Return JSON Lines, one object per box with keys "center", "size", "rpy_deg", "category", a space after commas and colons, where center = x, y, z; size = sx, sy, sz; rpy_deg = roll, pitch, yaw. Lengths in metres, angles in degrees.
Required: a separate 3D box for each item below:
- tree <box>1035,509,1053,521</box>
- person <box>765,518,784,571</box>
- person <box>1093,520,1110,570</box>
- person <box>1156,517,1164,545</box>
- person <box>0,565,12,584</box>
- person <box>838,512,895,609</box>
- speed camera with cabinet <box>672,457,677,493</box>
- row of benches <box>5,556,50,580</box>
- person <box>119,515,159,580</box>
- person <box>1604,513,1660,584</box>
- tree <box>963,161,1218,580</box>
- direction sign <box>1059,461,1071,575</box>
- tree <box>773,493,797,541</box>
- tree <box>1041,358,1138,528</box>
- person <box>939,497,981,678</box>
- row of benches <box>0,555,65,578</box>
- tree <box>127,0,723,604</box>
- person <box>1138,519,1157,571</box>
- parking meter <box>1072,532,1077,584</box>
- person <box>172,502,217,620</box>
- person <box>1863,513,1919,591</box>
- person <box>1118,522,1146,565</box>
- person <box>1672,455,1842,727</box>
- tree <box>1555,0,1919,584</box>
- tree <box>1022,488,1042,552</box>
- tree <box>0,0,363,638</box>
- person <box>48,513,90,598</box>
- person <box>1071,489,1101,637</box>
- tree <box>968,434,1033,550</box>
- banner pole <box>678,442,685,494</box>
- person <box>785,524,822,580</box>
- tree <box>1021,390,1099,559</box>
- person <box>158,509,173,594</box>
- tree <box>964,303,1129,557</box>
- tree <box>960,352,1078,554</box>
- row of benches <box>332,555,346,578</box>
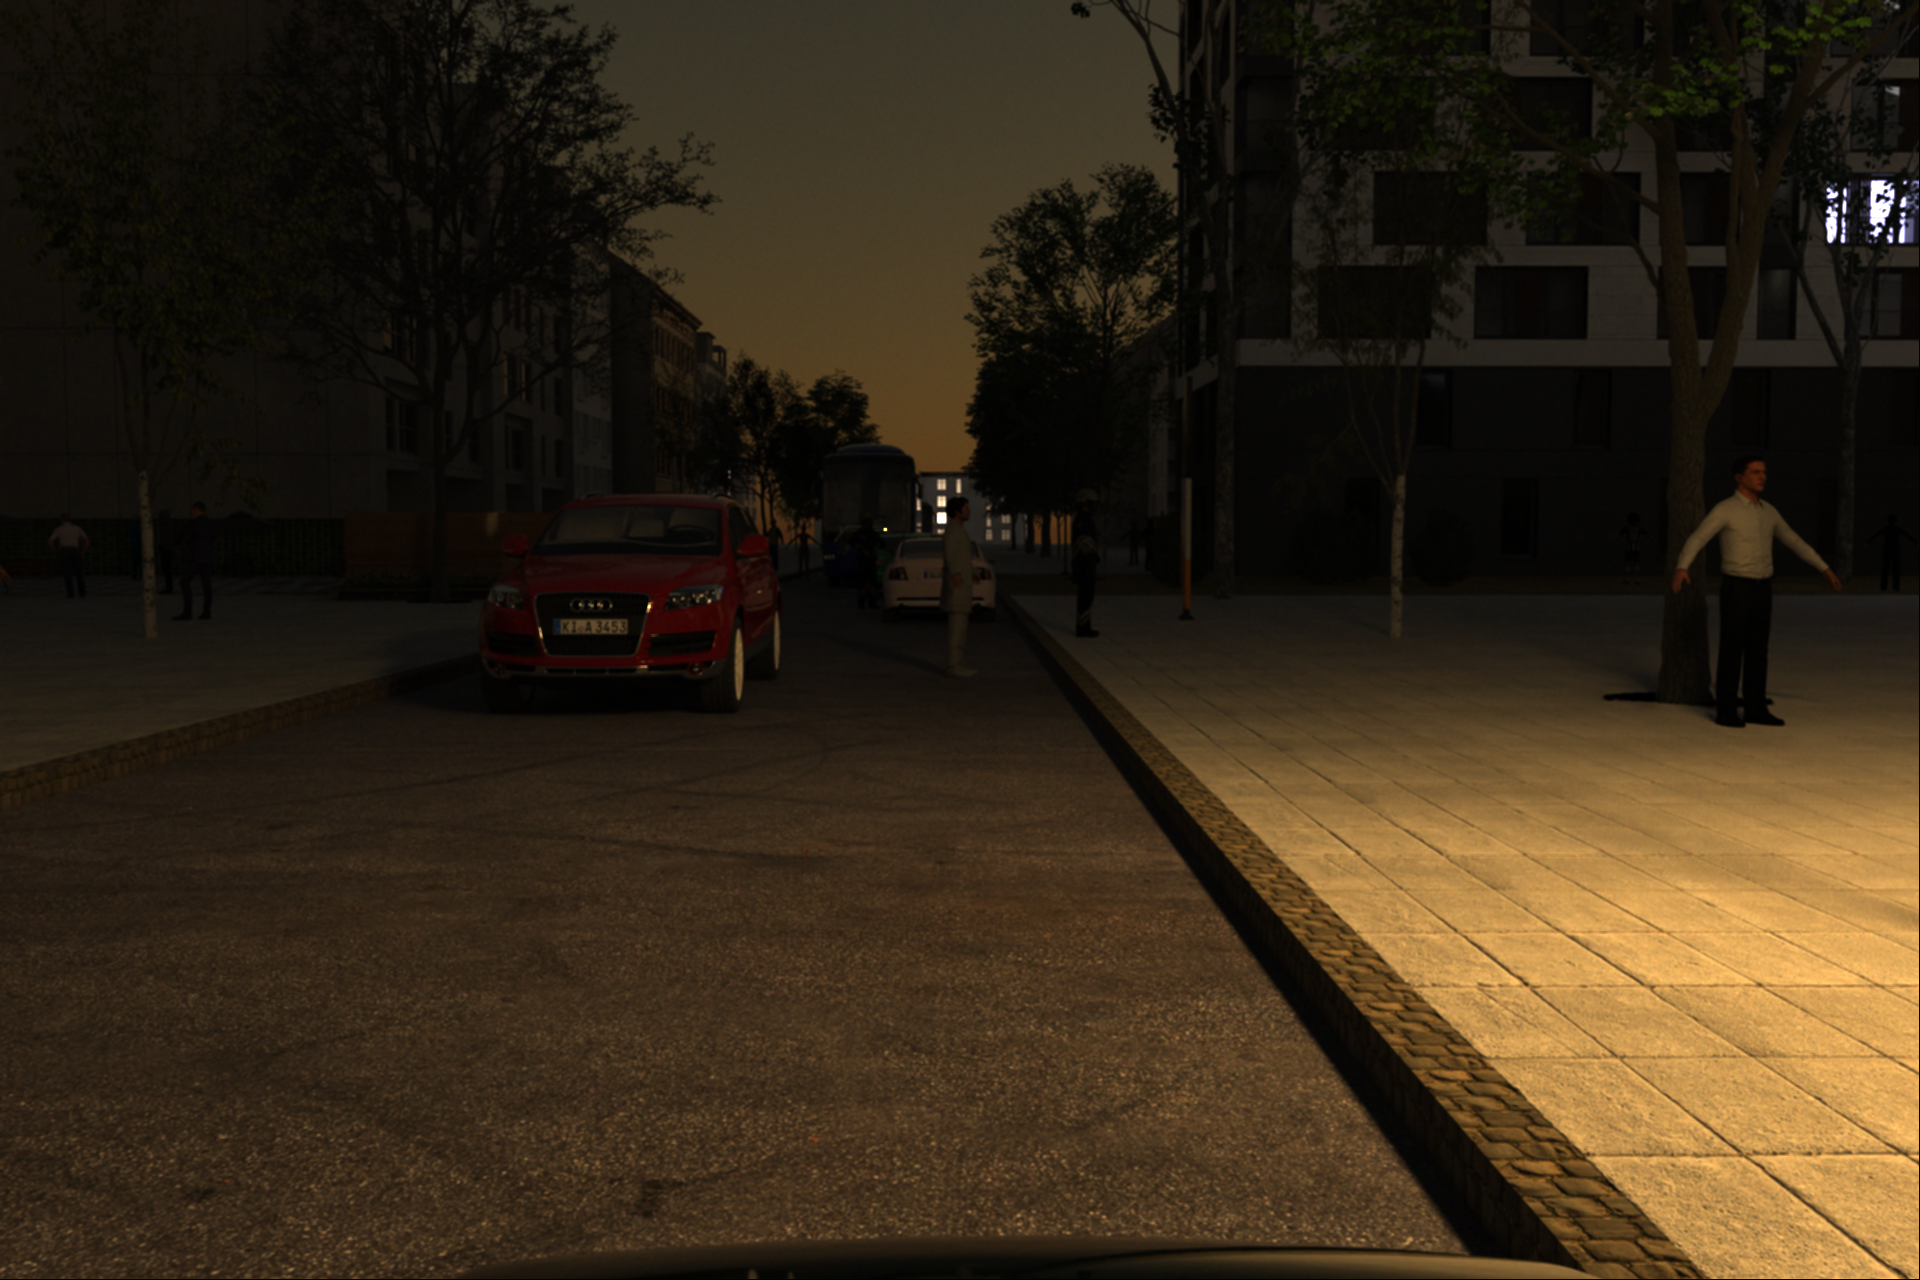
{"center": [11.762, -17.377, 234.470], "size": [4.737, 8.622, 4.395], "rpy_deg": [0, 3, 0], "category": "tree"}
{"center": [-6.506, -3.316, 60.183], "size": [0.705, 1.833, 1.349], "rpy_deg": [-3, 5, -43], "category": "person"}
{"center": [4.621, -3.375, 61.041], "size": [1.347, 1.847, 0.705], "rpy_deg": [2, 4, 30], "category": "person"}
{"center": [6.787, -3.228, 58.551], "size": [0.705, 1.858, 1.354], "rpy_deg": [1, 4, 11], "category": "person"}
{"center": [-7.284, -0.339, 12.295], "size": [0.721, 1.744, 1.215], "rpy_deg": [1, 4, 19], "category": "person"}
{"center": [-1.771, -1.531, 33.265], "size": [1.354, 1.856, 0.705], "rpy_deg": [-2, 4, -32], "category": "person"}
{"center": [-7.472, -3.099, 45.008], "size": [0.660, 3.252, 2.038], "rpy_deg": [0, 4, 1], "category": "speed camera with cabinet"}
{"center": [-27.965, -2.036, 48.753], "size": [4.104, 0.672, 1.422], "rpy_deg": [-1, 4, -18], "category": "row of benches"}
{"center": [-22.825, -2.570, 48.143], "size": [1.347, 1.817, 0.704], "rpy_deg": [1, 4, 13], "category": "person"}
{"center": [17.260, -2.343, 44.459], "size": [1.345, 1.843, 0.704], "rpy_deg": [1, 4, 13], "category": "person"}
{"center": [3.693, -7.513, 48.599], "size": [9.928, 11.665, 9.643], "rpy_deg": [0, 3, 0], "category": "tree"}
{"center": [3.304, -3.804, 54.198], "size": [0.379, 3.537, 0.876], "rpy_deg": [0, 4, 0], "category": "direction sign"}
{"center": [-22.797, -17.099, 229.923], "size": [4.737, 8.622, 4.395], "rpy_deg": [0, 3, 0], "category": "tree"}
{"center": [5.449, -7.333, 70.256], "size": [4.360, 8.622, 3.978], "rpy_deg": [0, 3, 0], "category": "tree"}
{"center": [0.006, -0.538, 17.434], "size": [0.705, 1.806, 1.347], "rpy_deg": [1, 4, 8], "category": "person"}
{"center": [-28.487, -2.185, 51.180], "size": [4.104, 0.672, 1.422], "rpy_deg": [1, 4, 8], "category": "row of benches"}
{"center": [-9.596, -7.440, 32.012], "size": [12.009, 13.543, 11.850], "rpy_deg": [0, 3, 0], "category": "tree"}
{"center": [6.643, -3.304, 60.237], "size": [0.704, 1.802, 1.346], "rpy_deg": [-3, 5, -40], "category": "person"}
{"center": [3.056, -2.205, 44.464], "size": [0.372, 1.533, 0.369], "rpy_deg": [0, 3, 0], "category": "parking meter"}
{"center": [-11.515, -1.190, 25.955], "size": [0.568, 1.767, 0.683], "rpy_deg": [1, 4, 18], "category": "person"}
{"center": [20.914, -1.965, 38.856], "size": [1.216, 1.740, 0.721], "rpy_deg": [3, 5, 41], "category": "person"}
{"center": [7.226, -4.027, 72.105], "size": [1.348, 1.796, 0.705], "rpy_deg": [-2, 4, -23], "category": "person"}
{"center": [5.289, -0.333, 11.605], "size": [1.344, 1.810, 0.704], "rpy_deg": [-1, 4, -18], "category": "person"}
{"center": [21.257, -11.526, 44.345], "size": [12.611, 20.169, 13.585], "rpy_deg": [0, 3, 0], "category": "tree"}
{"center": [4.763, -10.641, 124.341], "size": [4.737, 8.622, 4.395], "rpy_deg": [0, 3, 0], "category": "tree"}
{"center": [-9.789, -4.324, 21.055], "size": [4.737, 8.622, 4.395], "rpy_deg": [0, 3, 0], "category": "tree"}
{"center": [-17.835, -1.693, 34.659], "size": [0.756, 1.711, 0.436], "rpy_deg": [-2, 4, -33], "category": "person"}
{"center": [1.600, -0.964, 21.637], "size": [0.704, 1.845, 1.351], "rpy_deg": [0, 4, 7], "category": "person"}
{"center": [4.376, -12.988, 138.103], "size": [9.928, 11.665, 9.643], "rpy_deg": [0, 3, 0], "category": "tree"}
{"center": [-7.560, -3.500, 47.243], "size": [0.401, 3.779, 0.863], "rpy_deg": [0, 4, 1], "category": "banner pole"}
{"center": [-4.817, -2.709, 53.545], "size": [1.217, 1.733, 0.721], "rpy_deg": [-1, 4, -16], "category": "person"}
{"center": [5.008, -8.386, 87.468], "size": [4.360, 8.622, 3.978], "rpy_deg": [0, 3, 0], "category": "tree"}
{"center": [-17.011, -1.891, 37.044], "size": [0.705, 1.813, 1.348], "rpy_deg": [-2, 4, -23], "category": "person"}
{"center": [4.899, -11.668, 97.435], "size": [9.857, 13.997, 8.962], "rpy_deg": [0, 3, 0], "category": "tree"}
{"center": [4.608, -12.687, 114.092], "size": [9.857, 13.997, 8.962], "rpy_deg": [0, 3, 0], "category": "tree"}
{"center": [-17.619, -2.160, 50.779], "size": [1.422, 0.672, 4.104], "rpy_deg": [-2, 4, -32], "category": "row of benches"}
